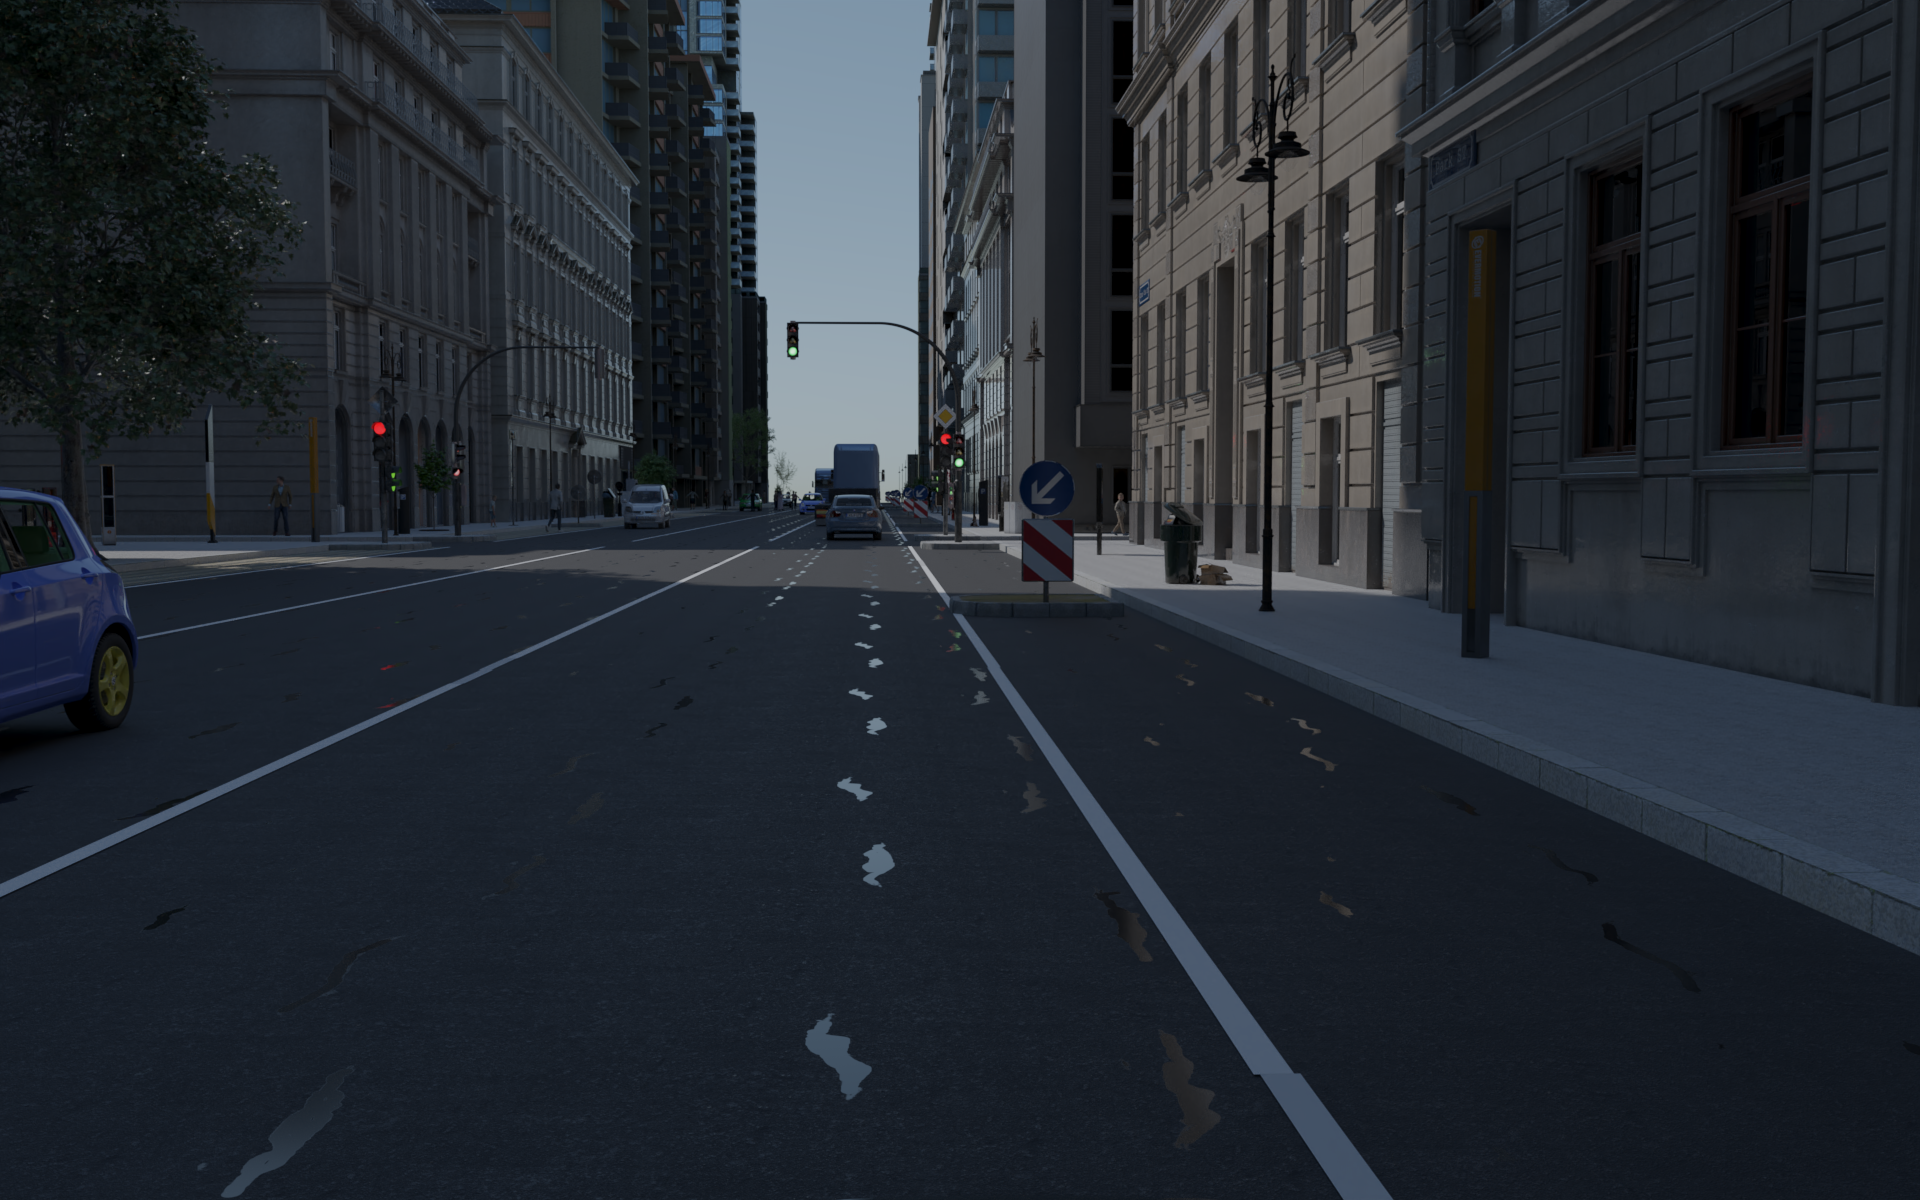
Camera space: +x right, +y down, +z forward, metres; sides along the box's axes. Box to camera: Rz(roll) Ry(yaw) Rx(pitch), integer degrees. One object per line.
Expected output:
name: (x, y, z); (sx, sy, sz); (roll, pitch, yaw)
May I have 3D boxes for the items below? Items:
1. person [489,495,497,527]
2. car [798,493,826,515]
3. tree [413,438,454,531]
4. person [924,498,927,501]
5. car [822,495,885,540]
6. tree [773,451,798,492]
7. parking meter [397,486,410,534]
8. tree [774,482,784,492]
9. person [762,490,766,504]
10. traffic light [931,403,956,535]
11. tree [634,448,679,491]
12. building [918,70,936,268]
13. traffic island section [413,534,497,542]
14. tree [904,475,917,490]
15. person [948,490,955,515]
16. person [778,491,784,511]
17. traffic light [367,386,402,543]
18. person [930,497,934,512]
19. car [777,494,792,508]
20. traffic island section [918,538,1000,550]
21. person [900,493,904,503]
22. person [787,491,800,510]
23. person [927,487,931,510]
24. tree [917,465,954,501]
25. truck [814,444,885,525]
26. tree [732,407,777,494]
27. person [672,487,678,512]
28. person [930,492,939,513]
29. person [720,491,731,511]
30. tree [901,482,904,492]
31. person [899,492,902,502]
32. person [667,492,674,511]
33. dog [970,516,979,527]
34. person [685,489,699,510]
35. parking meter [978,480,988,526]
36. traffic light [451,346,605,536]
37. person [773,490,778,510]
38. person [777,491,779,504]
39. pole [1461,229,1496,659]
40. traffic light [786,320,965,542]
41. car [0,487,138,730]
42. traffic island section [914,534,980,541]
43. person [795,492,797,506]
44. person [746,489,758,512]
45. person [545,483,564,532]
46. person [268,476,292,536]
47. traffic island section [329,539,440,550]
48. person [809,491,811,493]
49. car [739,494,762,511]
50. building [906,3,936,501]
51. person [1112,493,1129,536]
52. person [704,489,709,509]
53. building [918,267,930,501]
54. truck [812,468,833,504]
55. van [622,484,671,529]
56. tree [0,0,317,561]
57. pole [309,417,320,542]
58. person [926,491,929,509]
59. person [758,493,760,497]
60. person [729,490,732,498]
person: (-17.968, -3.424, 66.703); (0.352, 1.250, 0.332); (1, 4, 22)
car: (-10.321, -6.827, 121.210); (1.945, 1.707, 3.694); (0, 4, -2)
tree: (-18.152, -4.008, 60.140); (1.663, 3.219, 1.824); (0, 3, 0)
person: (-3.502, -10.187, 173.531); (0.756, 1.711, 0.436); (2, 4, 27)
car: (-3.384, -2.641, 55.184); (2.014, 1.417, 4.499); (0, 4, -4)
tree: (-29.192, -20.567, 286.627); (4.360, 8.622, 3.978); (0, 3, 0)
parking meter: (-17.857, -2.886, 55.594); (0.372, 1.533, 0.369); (0, 3, 0)
tree: (-29.440, -17.566, 281.810); (1.663, 3.219, 1.824); (0, 3, 0)
person: (-26.193, -13.795, 231.599); (0.705, 1.824, 1.348); (0, 4, 3)
traffic light: (-0.468, -3.973, 53.877); (0.839, 4.253, 0.868); (0, 4, -3)
tree: (-21.819, -8.584, 124.059); (4.285, 4.588, 4.351); (0, 3, 0)
building: (4.737, -42.869, 242.910); (21.231, 58.520, 28.212); (0, 4, -3)
traffic island section: (-15.451, -1.894, 53.251); (2.009, 0.180, 2.903); (0, 4, -3)
tree: (-3.925, -10.474, 165.858); (1.663, 3.219, 1.824); (0, 3, 0)
person: (-0.479, -5.998, 104.213); (0.850, 1.850, 0.679); (-1, 4, -16)
person: (-15.600, -8.658, 150.722); (0.621, 1.740, 0.551); (1, 4, 18)
traffic light: (-15.012, -3.439, 45.143); (0.839, 4.253, 0.868); (0, 4, -3)
person: (-2.013, -6.972, 124.713); (0.332, 1.250, 0.352); (0, 4, 2)
car: (-18.465, -10.478, 181.105); (2.009, 1.686, 4.222); (0, 4, -5)
traffic island section: (-0.030, -1.452, 46.018); (2.009, 0.180, 2.903); (0, 4, -3)
person: (-8.353, -15.046, 252.869); (1.217, 1.723, 0.721); (-2, 4, -24)
person: (-14.765, -8.835, 153.662); (1.217, 1.736, 0.721); (0, 4, -5)
person: (-2.523, -8.399, 142.992); (0.705, 1.869, 1.348); (0, 4, -6)
tree: (-1.496, -7.381, 115.285); (1.663, 3.219, 1.824); (0, 3, 0)
truck: (-5.448, -5.919, 86.533); (2.967, 4.110, 18.799); (0, 4, -1)
tree: (-25.283, -17.095, 205.250); (9.928, 11.665, 9.643); (0, 3, 0)
person: (-20.824, -7.363, 126.767); (0.444, 1.785, 0.601); (-1, 4, -18)
person: (-1.749, -6.910, 119.048); (0.654, 1.822, 0.581); (0, 4, -7)
person: (-20.269, -8.587, 149.607); (0.721, 1.735, 1.217); (3, 5, 44)
tree: (-7.360, -14.824, 236.967); (1.663, 3.219, 1.824); (0, 3, 0)
person: (-9.178, -15.852, 266.154); (0.756, 1.711, 0.436); (2, 4, 24)
person: (-22.059, -7.556, 132.772); (0.799, 1.438, 0.628); (-3, 5, -40)
dog: (0.626, -3.076, 68.034); (0.550, 0.427, 0.748); (2, 4, 27)
person: (-22.290, -8.394, 144.064); (1.217, 1.735, 0.721); (-2, 4, -33)
parking meter: (0.932, -3.924, 69.875); (0.399, 1.863, 0.255); (1, 4, 9)
traffic light: (-13.325, -4.807, 53.257); (4.771, 5.953, 1.251); (0, 4, -3)
person: (-16.669, -8.945, 155.287); (0.750, 1.759, 0.617); (3, 4, 38)
person: (-18.573, -10.210, 176.114); (0.721, 1.739, 1.217); (-1, 4, -10)
pole: (4.048, -1.203, 13.507); (0.158, 3.312, 0.155); (0, 3, 0)
traffic light: (-2.155, -4.342, 45.657); (4.771, 5.953, 1.251); (0, 4, -3)
car: (-5.905, 0.023, 9.215); (1.945, 1.707, 3.694); (0, 4, -3)
traffic island section: (-0.428, -1.940, 53.993); (2.009, 0.180, 2.903); (0, 4, -3)
person: (-18.998, -11.764, 201.527); (0.721, 1.739, 1.217); (1, 4, 9)
person: (-16.939, -8.124, 141.342); (0.705, 1.821, 1.348); (3, 4, 38)
person: (-15.262, -3.482, 65.282); (0.661, 1.843, 0.795); (2, 4, 27)
person: (-20.774, -2.871, 52.895); (0.836, 1.842, 0.656); (3, 5, 42)
traffic island section: (-15.053, -1.406, 45.276); (2.009, 0.180, 2.903); (0, 4, -3)
person: (-16.467, -10.970, 188.580); (0.721, 1.743, 1.217); (-1, 4, -9)
car: (-17.622, -8.381, 145.824); (1.959, 1.807, 4.718); (0, 4, -4)
building: (2.951, -58.667, 271.880); (22.319, 86.520, 31.000); (0, 4, -3)
person: (4.954, -2.631, 53.336); (0.640, 1.303, 0.475); (2, 4, 31)
person: (-22.127, -8.809, 150.595); (0.721, 1.766, 1.217); (-1, 4, -12)
building: (1.585, -27.514, 221.550); (14.160, 30.474, 14.107); (0, 4, -3)
truck: (-14.374, -12.010, 186.115); (2.967, 4.110, 18.799); (0, 4, -4)
van: (-13.137, -4.023, 72.781); (2.013, 2.044, 4.112); (0, 4, -5)
tree: (-17.100, -7.090, 32.929); (9.611, 12.733, 9.660); (0, 3, 0)
pole: (-17.168, -3.193, 46.042); (0.158, 3.312, 0.155); (0, 3, 0)
person: (-2.602, -8.518, 145.835); (0.721, 1.766, 1.217); (1, 4, 20)
person: (-26.597, -13.383, 228.051); (0.628, 1.438, 0.799); (1, 4, 9)
person: (-24.013, -10.605, 180.150); (0.721, 1.735, 1.217); (1, 4, 18)
